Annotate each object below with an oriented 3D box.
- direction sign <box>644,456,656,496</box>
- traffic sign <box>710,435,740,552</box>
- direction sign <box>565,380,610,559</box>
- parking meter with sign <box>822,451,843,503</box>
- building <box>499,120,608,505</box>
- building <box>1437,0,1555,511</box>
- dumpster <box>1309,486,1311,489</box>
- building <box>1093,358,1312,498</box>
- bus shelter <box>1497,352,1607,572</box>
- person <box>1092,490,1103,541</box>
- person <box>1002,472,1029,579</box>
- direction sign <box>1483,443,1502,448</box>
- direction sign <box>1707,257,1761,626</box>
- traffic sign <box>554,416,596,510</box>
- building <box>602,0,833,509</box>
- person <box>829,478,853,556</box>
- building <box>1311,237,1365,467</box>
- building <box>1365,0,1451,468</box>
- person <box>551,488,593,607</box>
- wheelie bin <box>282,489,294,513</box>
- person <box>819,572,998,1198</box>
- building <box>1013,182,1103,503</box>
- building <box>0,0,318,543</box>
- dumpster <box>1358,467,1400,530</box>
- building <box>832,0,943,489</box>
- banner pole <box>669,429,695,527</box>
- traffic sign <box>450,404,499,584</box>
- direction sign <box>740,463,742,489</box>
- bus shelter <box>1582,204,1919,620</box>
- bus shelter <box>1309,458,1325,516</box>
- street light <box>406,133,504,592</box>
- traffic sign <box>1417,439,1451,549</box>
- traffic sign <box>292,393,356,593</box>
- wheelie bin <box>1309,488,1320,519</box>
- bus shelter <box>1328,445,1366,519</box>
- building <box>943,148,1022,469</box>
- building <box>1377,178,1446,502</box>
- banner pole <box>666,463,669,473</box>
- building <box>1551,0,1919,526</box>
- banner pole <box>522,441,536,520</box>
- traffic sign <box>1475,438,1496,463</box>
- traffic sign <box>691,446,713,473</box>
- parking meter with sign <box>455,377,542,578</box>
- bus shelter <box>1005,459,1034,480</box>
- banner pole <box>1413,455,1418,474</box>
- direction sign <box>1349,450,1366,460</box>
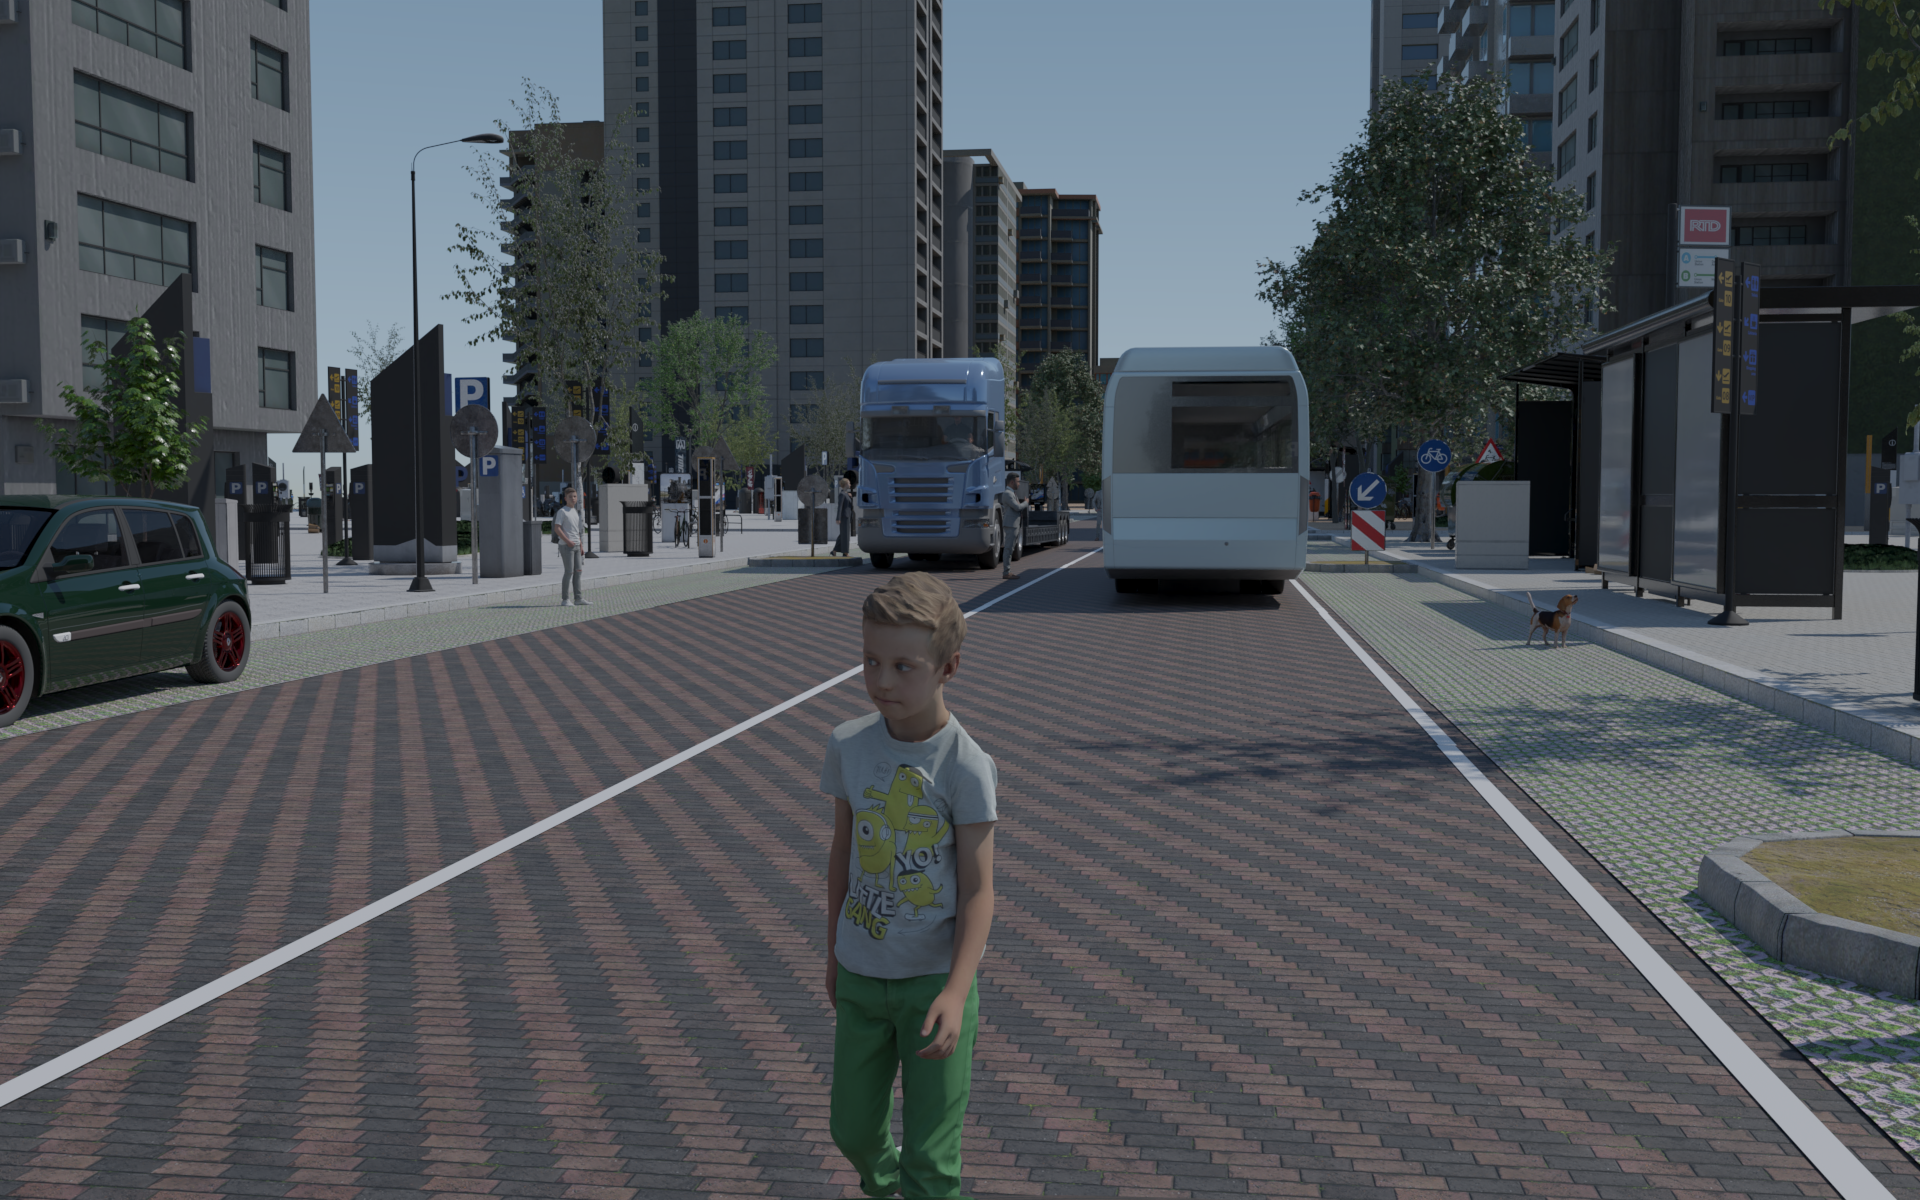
[{"bbox_3d":[-18.552,-6.749,102.337,0.876,3.537,0.379,-1,4,-15],"label":"direction sign"},{"bbox_3d":[-5.279,-2.342,38.290,0.884,2.594,0.081,1,4,16],"label":"traffic sign"},{"bbox_3d":[-7.407,-2.601,34.526,0.876,3.537,0.379,0,4,0],"label":"direction sign"},{"bbox_3d":[-4.765,-4.591,71.318,1.738,3.016,0.543,-2,4,-26],"label":"parking meter with sign"},{"bbox_3d":[-44.671,-33.929,204.855,14.200,45.320,14.600,1,4,8],"label":"building"},{"bbox_3d":[44.807,-30.478,117.920,23.786,49.044,30.456,1,4,8],"label":"building"},{"bbox_3d":[18.056,-5.280,92.087,1.264,1.857,1.865,0,4,8],"label":"dumpster"},{"bbox_3d":[34.231,-24.442,244.662,28.899,21.520,27.650,1,4,8],"label":"building"},{"bbox_3d":[11.159,-2.467,31.620,1.731,3.624,6.357,1,4,8],"label":"bus shelter"},{"bbox_3d":[4.415,-2.742,53.433,0.635,1.810,0.391,-1,4,-15],"label":"person"},{"bbox_3d":[0.933,-1.259,29.265,0.466,1.800,0.511,0,4,-5],"label":"person"},{"bbox_3d":[23.703,-5.207,77.124,0.876,3.537,0.379,1,4,17],"label":"direction sign"},{"bbox_3d":[7.550,-1.524,16.915,0.876,3.537,0.379,-3,5,-40],"label":"direction sign"},{"bbox_3d":[-6.304,-1.725,28.314,0.768,2.556,0.104,1,4,16],"label":"traffic sign"},{"bbox_3d":[-27.342,-46.487,198.312,20.611,71.187,20.563,1,4,8],"label":"building"},{"bbox_3d":[-2.579,-1.776,37.958,0.534,1.772,0.576,-1,4,-15],"label":"person"},{"bbox_3d":[60.862,-33.720,243.203,23.993,40.220,32.217,1,4,8],"label":"building"},{"bbox_3d":[53.944,-39.223,183.299,21.231,58.520,28.212,1,4,8],"label":"building"},{"bbox_3d":[-4.939,-0.668,22.025,0.523,1.515,0.503,-1,4,-11],"label":"person"},{"bbox_3d":[-45.892,-6.742,118.146,0.980,1.594,0.693,0,4,-5],"label":"wheelie bin"},{"bbox_3d":[-0.088,0.599,2.954,0.306,1.304,0.590,0,4,2],"label":"person"},{"bbox_3d":[5.341,-36.168,245.974,28.867,44.769,22.147,1,4,8],"label":"building"},{"bbox_3d":[-24.339,-16.526,41.904,14.107,30.474,14.160,1,4,8],"label":"building"},{"bbox_3d":[15.039,-3.677,62.609,1.502,2.255,1.985,0,4,8],"label":"dumpster"},{"bbox_3d":[-10.096,-43.609,151.253,20.563,71.187,20.611,1,4,8],"label":"building"},{"bbox_3d":[-10.579,-4.683,66.578,0.863,3.779,0.401,-2,4,-33],"label":"banner pole"},{"bbox_3d":[-6.901,-1.496,24.574,0.768,2.556,0.104,1,4,15],"label":"traffic sign"},{"bbox_3d":[-16.219,-8.341,128.379,0.379,3.537,0.876,-1,4,-18],"label":"direction sign"},{"bbox_3d":[9.279,-2.700,21.779,2.179,5.291,8.768,0,4,8],"label":"bus shelter"},{"bbox_3d":[20.566,-6.405,98.646,2.014,3.302,5.546,1,4,8],"label":"bus shelter"},{"bbox_3d":[-6.560,-3.057,22.529,1.470,5.913,1.316,1,4,8],"label":"street light"},{"bbox_3d":[11.031,-2.461,40.346,0.768,2.556,0.104,1,4,16],"label":"traffic sign"},{"bbox_3d":[-8.222,-1.369,22.382,0.884,2.594,0.081,1,4,9],"label":"traffic sign"},{"bbox_3d":[17.858,-4.868,87.500,0.693,1.594,0.980,1,4,14],"label":"wheelie bin"},{"bbox_3d":[18.805,-5.733,85.020,1.731,3.624,6.357,0,4,8],"label":"bus shelter"},{"bbox_3d":[-6.049,-30.508,190.684,23.993,40.220,32.217,1,4,8],"label":"building"},{"bbox_3d":[44.473,-23.134,149.946,14.160,30.474,14.107,1,4,8],"label":"building"},{"bbox_3d":[-23.113,-9.038,137.785,0.863,3.779,0.401,-2,4,-33],"label":"banner pole"},{"bbox_3d":[34.242,-18.585,75.560,14.107,30.474,14.160,1,4,8],"label":"building"},{"bbox_3d":[-17.825,-5.027,72.216,0.401,3.779,0.863,-3,4,-39],"label":"banner pole"},{"bbox_3d":[12.281,-2.456,40.154,0.884,2.594,0.081,1,4,14],"label":"traffic sign"},{"bbox_3d":[-6.760,-2.802,45.915,0.768,2.556,0.104,1,4,8],"label":"traffic sign"},{"bbox_3d":[-7.051,-1.860,26.675,0.543,3.016,1.738,1,4,15],"label":"parking meter with sign"},{"bbox_3d":[3.181,-6.731,103.979,2.014,3.302,5.546,0,4,8],"label":"bus shelter"},{"bbox_3d":[29.553,-7.480,112.319,0.863,3.779,0.401,-2,4,-35],"label":"banner pole"},{"bbox_3d":[20.398,-5.927,88.896,0.876,3.537,0.379,1,4,16],"label":"direction sign"}]
